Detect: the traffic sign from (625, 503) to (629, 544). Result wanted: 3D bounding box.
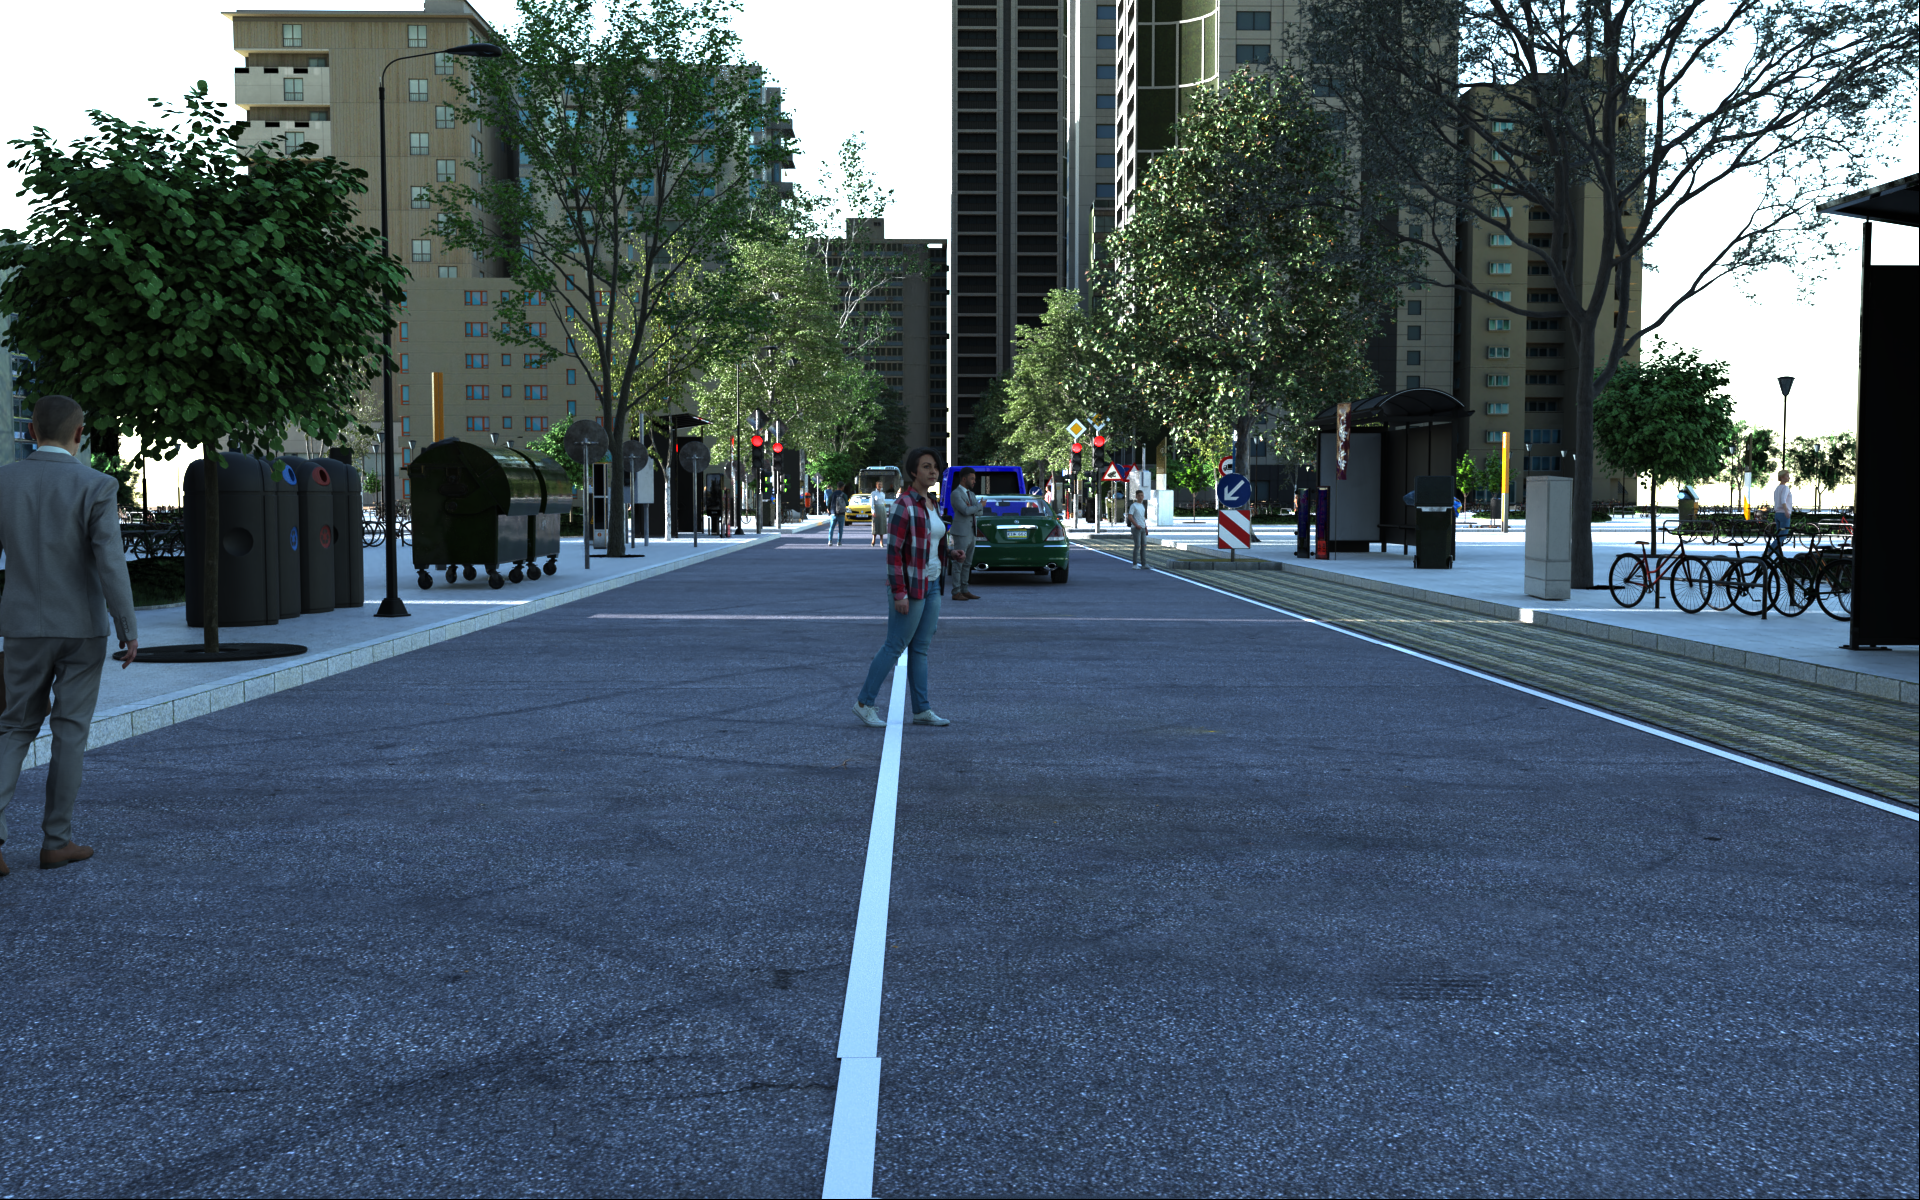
[{"bbox_3d":[-8.629,-2.733,44.794,0.768,2.556,0.104,0,4,5],"label":"traffic sign"}]

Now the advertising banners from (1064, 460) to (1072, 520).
[{"bbox_3d":[5.478,-5.600,87.753,0.090,3.025,2.074,0,4,-4],"label":"advertising banners"}]

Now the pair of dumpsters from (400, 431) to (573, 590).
[{"bbox_3d":[-6.825,-1.390,25.214,1.574,2.255,4.437,0,4,-1],"label":"pair of dumpsters"}]

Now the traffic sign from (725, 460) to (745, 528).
[{"bbox_3d":[-8.455,-3.974,65.085,0.768,2.556,0.104,0,4,-1],"label":"traffic sign"}]

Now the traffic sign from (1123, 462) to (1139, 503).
[{"bbox_3d":[7.148,-4.348,71.096,0.884,2.594,0.081,0,4,6],"label":"traffic sign"}]

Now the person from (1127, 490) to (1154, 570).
[{"bbox_3d":[3.421,-1.336,32.947,0.523,1.515,0.503,1,4,11],"label":"person"}]

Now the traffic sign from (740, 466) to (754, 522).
[{"bbox_3d":[-9.811,-4.872,79.757,0.768,2.556,0.104,0,4,1],"label":"traffic sign"}]

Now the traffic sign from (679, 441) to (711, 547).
[{"bbox_3d":[-6.399,-2.551,41.820,0.768,2.556,0.104,0,4,3],"label":"traffic sign"}]

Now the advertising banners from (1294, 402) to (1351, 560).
[{"bbox_3d":[7.096,-2.306,33.890,0.090,3.025,2.074,-1,4,-18],"label":"advertising banners"}]

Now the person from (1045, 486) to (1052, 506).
[{"bbox_3d":[4.254,-4.639,84.354,0.388,1.821,0.555,-2,4,-33],"label":"person"}]

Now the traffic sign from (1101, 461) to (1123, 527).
[{"bbox_3d":[5.998,-4.174,68.255,0.884,2.594,0.081,0,4,3],"label":"traffic sign"}]

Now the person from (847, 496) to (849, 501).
[{"bbox_3d":[-12.097,-11.160,191.696,0.799,1.438,0.628,-3,5,-45],"label":"person"}]

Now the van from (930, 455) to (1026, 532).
[{"bbox_3d":[0.453,-2.174,39.934,2.240,2.365,5.245,0,4,-2],"label":"van"}]

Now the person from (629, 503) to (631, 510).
[{"bbox_3d":[-17.691,-5.349,93.525,0.654,1.822,0.581,2,4,35],"label":"person"}]

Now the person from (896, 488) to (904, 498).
[{"bbox_3d":[-2.857,-4.714,86.158,0.593,1.750,0.643,0,4,-6],"label":"person"}]

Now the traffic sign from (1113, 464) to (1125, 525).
[{"bbox_3d":[6.533,-4.439,72.684,0.768,2.556,0.104,0,4,2],"label":"traffic sign"}]

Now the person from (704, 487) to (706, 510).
[{"bbox_3d":[-17.234,-6.805,117.520,0.699,1.804,1.509,-1,4,-10],"label":"person"}]

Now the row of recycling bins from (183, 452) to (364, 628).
[{"bbox_3d":[-7.238,-0.686,18.330,1.069,1.692,3.534,0,4,-2],"label":"row of recycling bins"}]

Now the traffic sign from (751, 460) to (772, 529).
[{"bbox_3d":[-7.259,-3.862,63.257,0.768,2.556,0.104,0,4,6],"label":"traffic sign"}]

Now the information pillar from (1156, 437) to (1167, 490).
[{"bbox_3d":[8.289,-4.886,71.234,0.183,3.616,0.504,-3,5,-42],"label":"information pillar"}]

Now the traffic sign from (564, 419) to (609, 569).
[{"bbox_3d":[-6.391,-1.805,29.618,0.768,2.556,0.104,0,4,-1],"label":"traffic sign"}]

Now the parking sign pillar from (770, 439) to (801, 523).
[{"bbox_3d":[-7.840,-5.452,77.609,1.447,3.967,1.447,-2,4,-32],"label":"parking sign pillar"}]

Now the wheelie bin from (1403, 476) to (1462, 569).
[{"bbox_3d":[8.149,-1.346,29.913,0.980,1.594,0.693,1,4,15],"label":"wheelie bin"}]

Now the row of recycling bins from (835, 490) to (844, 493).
[{"bbox_3d":[-10.004,-7.686,132.784,1.069,1.692,3.534,2,4,24],"label":"row of recycling bins"}]

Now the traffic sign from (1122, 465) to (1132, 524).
[{"bbox_3d":[7.218,-4.590,75.148,0.768,2.556,0.104,0,4,8],"label":"traffic sign"}]

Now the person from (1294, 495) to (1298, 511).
[{"bbox_3d":[19.768,-5.553,101.508,0.373,1.253,0.362,2,4,30],"label":"person"}]

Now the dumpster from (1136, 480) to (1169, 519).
[{"bbox_3d":[8.105,-4.090,72.630,1.264,1.857,1.865,0,4,-1],"label":"dumpster"}]

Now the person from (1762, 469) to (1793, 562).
[{"bbox_3d":[15.301,-1.570,32.381,0.598,1.740,0.731,0,4,-8],"label":"person"}]

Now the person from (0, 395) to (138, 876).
[{"bbox_3d":[-3.514,0.118,6.690,0.709,1.813,0.853,0,4,-7],"label":"person"}]

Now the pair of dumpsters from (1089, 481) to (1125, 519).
[{"bbox_3d":[7.562,-5.255,88.412,1.574,2.255,4.437,0,4,-1],"label":"pair of dumpsters"}]

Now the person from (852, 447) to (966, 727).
[{"bbox_3d":[-0.307,-0.084,10.708,0.643,1.720,0.563,2,4,27],"label":"person"}]

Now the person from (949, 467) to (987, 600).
[{"bbox_3d":[0.121,-0.902,23.428,0.466,1.800,0.511,1,4,17],"label":"person"}]

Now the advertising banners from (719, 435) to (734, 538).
[{"bbox_3d":[-6.849,-3.355,51.036,0.090,3.025,2.074,0,4,4],"label":"advertising banners"}]

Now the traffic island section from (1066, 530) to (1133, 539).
[{"bbox_3d":[4.500,-2.081,56.312,2.009,0.180,2.903,0,4,-1],"label":"traffic island section"}]

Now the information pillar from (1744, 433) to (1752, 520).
[{"bbox_3d":[30.188,-4.587,66.354,0.183,3.616,0.504,0,4,5],"label":"information pillar"}]

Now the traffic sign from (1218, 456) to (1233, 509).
[{"bbox_3d":[8.935,-3.501,57.351,0.768,2.556,0.104,0,4,7],"label":"traffic sign"}]

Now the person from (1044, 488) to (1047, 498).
[{"bbox_3d":[7.138,-8.487,144.892,0.705,1.812,1.348,1,4,21],"label":"person"}]

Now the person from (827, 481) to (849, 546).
[{"bbox_3d":[-3.360,-2.378,47.731,0.623,1.781,0.721,0,4,0],"label":"person"}]

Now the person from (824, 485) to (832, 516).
[{"bbox_3d":[-7.702,-5.836,101.491,0.581,1.822,0.654,1,4,19],"label":"person"}]

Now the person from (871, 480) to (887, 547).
[{"bbox_3d":[-2.227,-2.330,46.817,0.478,1.798,0.641,-1,4,-20],"label":"person"}]

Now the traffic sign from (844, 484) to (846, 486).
[{"bbox_3d":[-9.328,-8.308,135.943,0.768,2.556,0.104,0,4,1],"label":"traffic sign"}]

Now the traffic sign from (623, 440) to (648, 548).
[{"bbox_3d":[-7.749,-2.499,40.962,0.768,2.556,0.104,0,4,3],"label":"traffic sign"}]

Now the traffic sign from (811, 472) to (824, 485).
[{"bbox_3d":[-8.408,-6.269,102.223,0.795,2.593,0.064,0,4,6],"label":"traffic sign"}]

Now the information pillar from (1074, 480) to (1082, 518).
[{"bbox_3d":[6.248,-5.318,91.447,0.304,2.012,0.304,-2,4,-33],"label":"information pillar"}]

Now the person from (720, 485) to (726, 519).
[{"bbox_3d":[-12.028,-4.937,87.599,0.643,1.720,0.563,-3,4,-36],"label":"person"}]

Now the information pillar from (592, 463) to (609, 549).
[{"bbox_3d":[-8.401,-2.201,40.482,0.304,2.012,0.304,0,4,1],"label":"information pillar"}]

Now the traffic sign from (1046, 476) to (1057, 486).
[{"bbox_3d":[6.261,-7.204,117.789,0.884,2.594,0.081,0,4,7],"label":"traffic sign"}]
